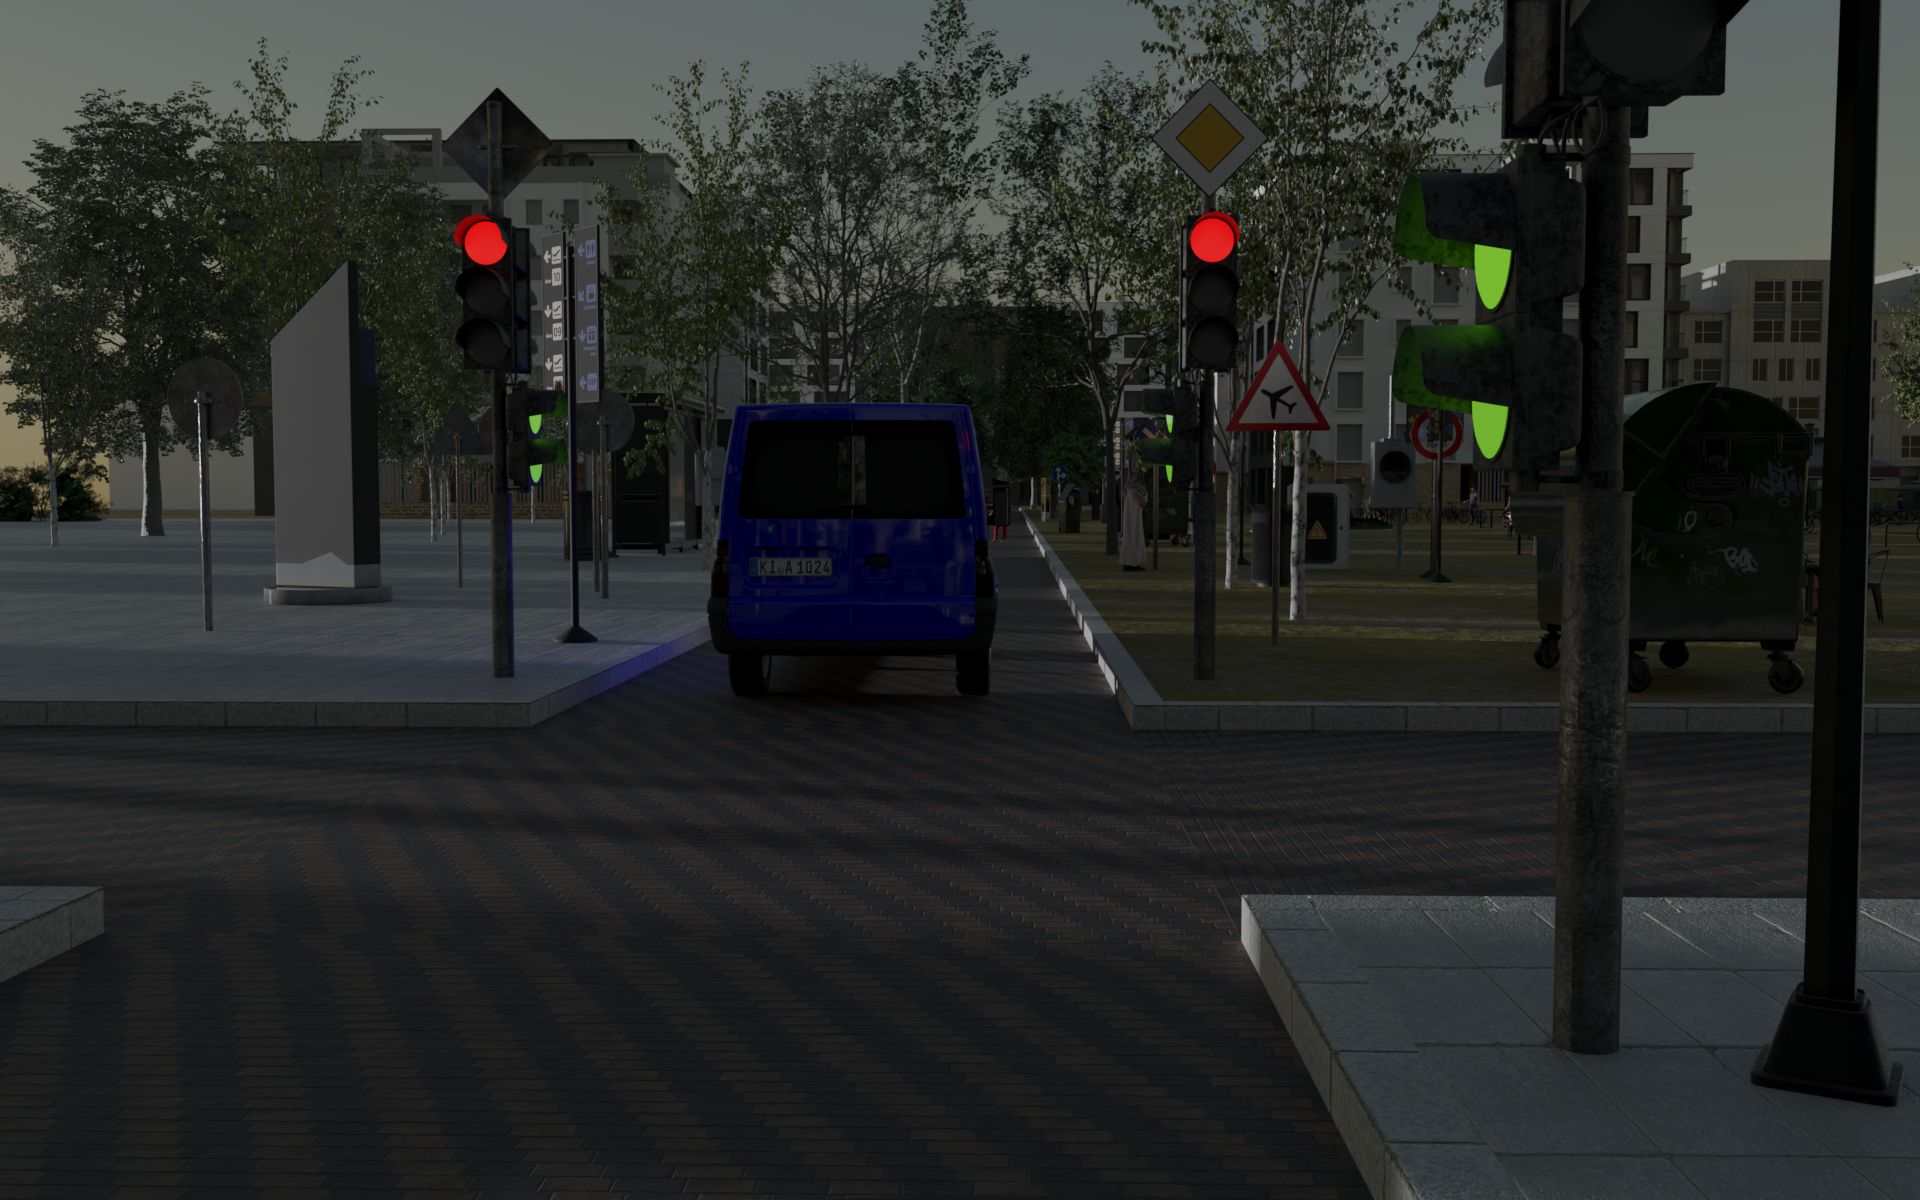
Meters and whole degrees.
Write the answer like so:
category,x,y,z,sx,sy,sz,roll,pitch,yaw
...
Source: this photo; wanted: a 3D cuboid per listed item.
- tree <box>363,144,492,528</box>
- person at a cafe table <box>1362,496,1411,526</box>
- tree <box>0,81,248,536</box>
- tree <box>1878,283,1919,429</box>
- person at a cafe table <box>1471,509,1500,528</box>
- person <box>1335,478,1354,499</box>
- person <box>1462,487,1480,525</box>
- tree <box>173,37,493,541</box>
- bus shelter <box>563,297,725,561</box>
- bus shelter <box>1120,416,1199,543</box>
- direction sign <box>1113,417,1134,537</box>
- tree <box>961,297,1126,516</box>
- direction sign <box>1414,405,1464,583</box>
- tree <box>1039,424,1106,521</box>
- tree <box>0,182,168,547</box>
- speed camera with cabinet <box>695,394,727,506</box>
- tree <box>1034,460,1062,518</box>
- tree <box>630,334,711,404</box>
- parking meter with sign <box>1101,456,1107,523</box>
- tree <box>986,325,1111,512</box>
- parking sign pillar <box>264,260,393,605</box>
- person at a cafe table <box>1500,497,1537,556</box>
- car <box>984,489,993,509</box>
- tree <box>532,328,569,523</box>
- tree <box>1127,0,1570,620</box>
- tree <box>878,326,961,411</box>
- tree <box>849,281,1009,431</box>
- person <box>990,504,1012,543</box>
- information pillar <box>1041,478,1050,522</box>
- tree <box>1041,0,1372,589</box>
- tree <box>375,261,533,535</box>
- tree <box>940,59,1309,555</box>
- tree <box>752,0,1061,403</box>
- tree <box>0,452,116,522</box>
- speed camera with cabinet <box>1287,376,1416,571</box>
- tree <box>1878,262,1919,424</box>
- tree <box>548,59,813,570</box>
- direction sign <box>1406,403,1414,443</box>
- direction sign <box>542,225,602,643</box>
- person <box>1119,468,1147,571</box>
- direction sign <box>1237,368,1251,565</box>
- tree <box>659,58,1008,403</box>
category,x,y,z,sx,sy,sz,roll,pitch,yaw
tree,-22.188,-9.675,64.846,9.857,13.997,8.962,0,3,0
person at a cafe table,17.089,-3.765,70.066,1.622,1.524,1.698,3,5,41
tree,-25.035,-8.953,53.040,9.857,13.997,8.962,0,3,0
tree,33.685,-6.687,59.694,4.737,8.622,4.395,0,3,0
person at a cafe table,20.443,-3.318,65.109,1.698,1.238,1.726,-1,4,-15
person,10.763,-2.594,49.180,0.841,1.734,0.376,1,4,12
person,21.264,-3.900,71.759,0.435,1.587,0.963,-2,4,-30
tree,-10.738,-4.808,28.972,4.737,8.622,4.395,0,3,0
bus shelter,-6.869,-3.649,37.297,2.179,5.291,8.768,0,4,2
bus shelter,5.442,-3.193,46.127,2.014,3.302,5.546,0,4,2
direction sign,4.817,-3.625,51.267,0.379,3.537,0.876,-3,5,-39
tree,5.063,-11.210,100.285,9.611,12.733,9.660,0,3,0
direction sign,6.978,-2.028,25.154,0.379,3.537,0.876,3,4,36
tree,5.424,-5.981,81.495,4.285,4.588,4.351,0,3,0
tree,-21.753,-5.593,41.814,4.360,8.622,3.978,0,3,0
speed camera with cabinet,-4.232,-2.460,34.555,2.038,3.252,0.660,-1,4,-16
tree,4.737,-6.098,94.299,1.663,3.219,1.824,0,3,0
tree,-13.010,-7.881,79.217,4.360,8.622,3.978,0,3,0
parking meter with sign,6.582,-4.964,77.422,0.543,3.016,1.738,1,4,9
tree,6.740,-13.426,126.165,9.857,13.997,8.962,0,3,0
parking sign pillar,-7.523,-1.961,20.532,1.447,3.967,1.447,2,4,28
person at a cafe table,12.295,-1.561,36.382,1.698,1.238,1.726,1,4,18
car,2.539,-7.803,136.252,2.281,1.827,5.304,0,4,3
tree,-19.009,-7.781,77.583,4.360,8.622,3.978,0,3,0
tree,3.680,-4.104,17.464,4.360,8.622,3.978,0,3,0
tree,-1.733,-12.067,114.308,9.611,12.733,9.660,0,3,0
tree,-1.674,-9.545,81.816,9.928,11.665,9.643,0,3,0
person,1.212,-2.497,51.026,0.593,1.614,0.444,3,5,44
information pillar,3.915,-4.568,79.183,0.304,2.012,0.304,-3,4,-37
tree,3.535,-4.471,23.460,4.737,8.622,4.395,0,3,0
tree,-16.488,-6.358,54.308,4.360,8.622,3.978,0,3,0
tree,3.357,-6.245,36.514,8.767,10.594,7.601,1,4,21
tree,-1.921,-12.773,64.726,12.611,20.169,13.585,0,3,0
tree,-47.877,-10.687,76.557,13.155,14.587,18.604,1,4,19
speed camera with cabinet,6.516,-2.113,28.884,2.038,3.252,0.660,0,4,7
tree,28.511,-6.054,49.349,4.360,8.622,3.978,0,3,0
tree,-4.495,-4.823,29.212,4.737,8.622,4.395,0,3,0
direction sign,7.220,-2.102,26.369,0.876,3.537,0.379,2,4,32
direction sign,-3.344,-1.405,14.961,0.379,3.537,0.876,-3,5,-44
person,2.911,-1.347,28.739,0.621,1.740,0.551,-2,4,-28
direction sign,5.111,-2.408,31.363,0.379,3.537,0.876,0,4,5
tree,-3.547,-8.446,48.465,12.009,13.543,11.850,0,3,0
